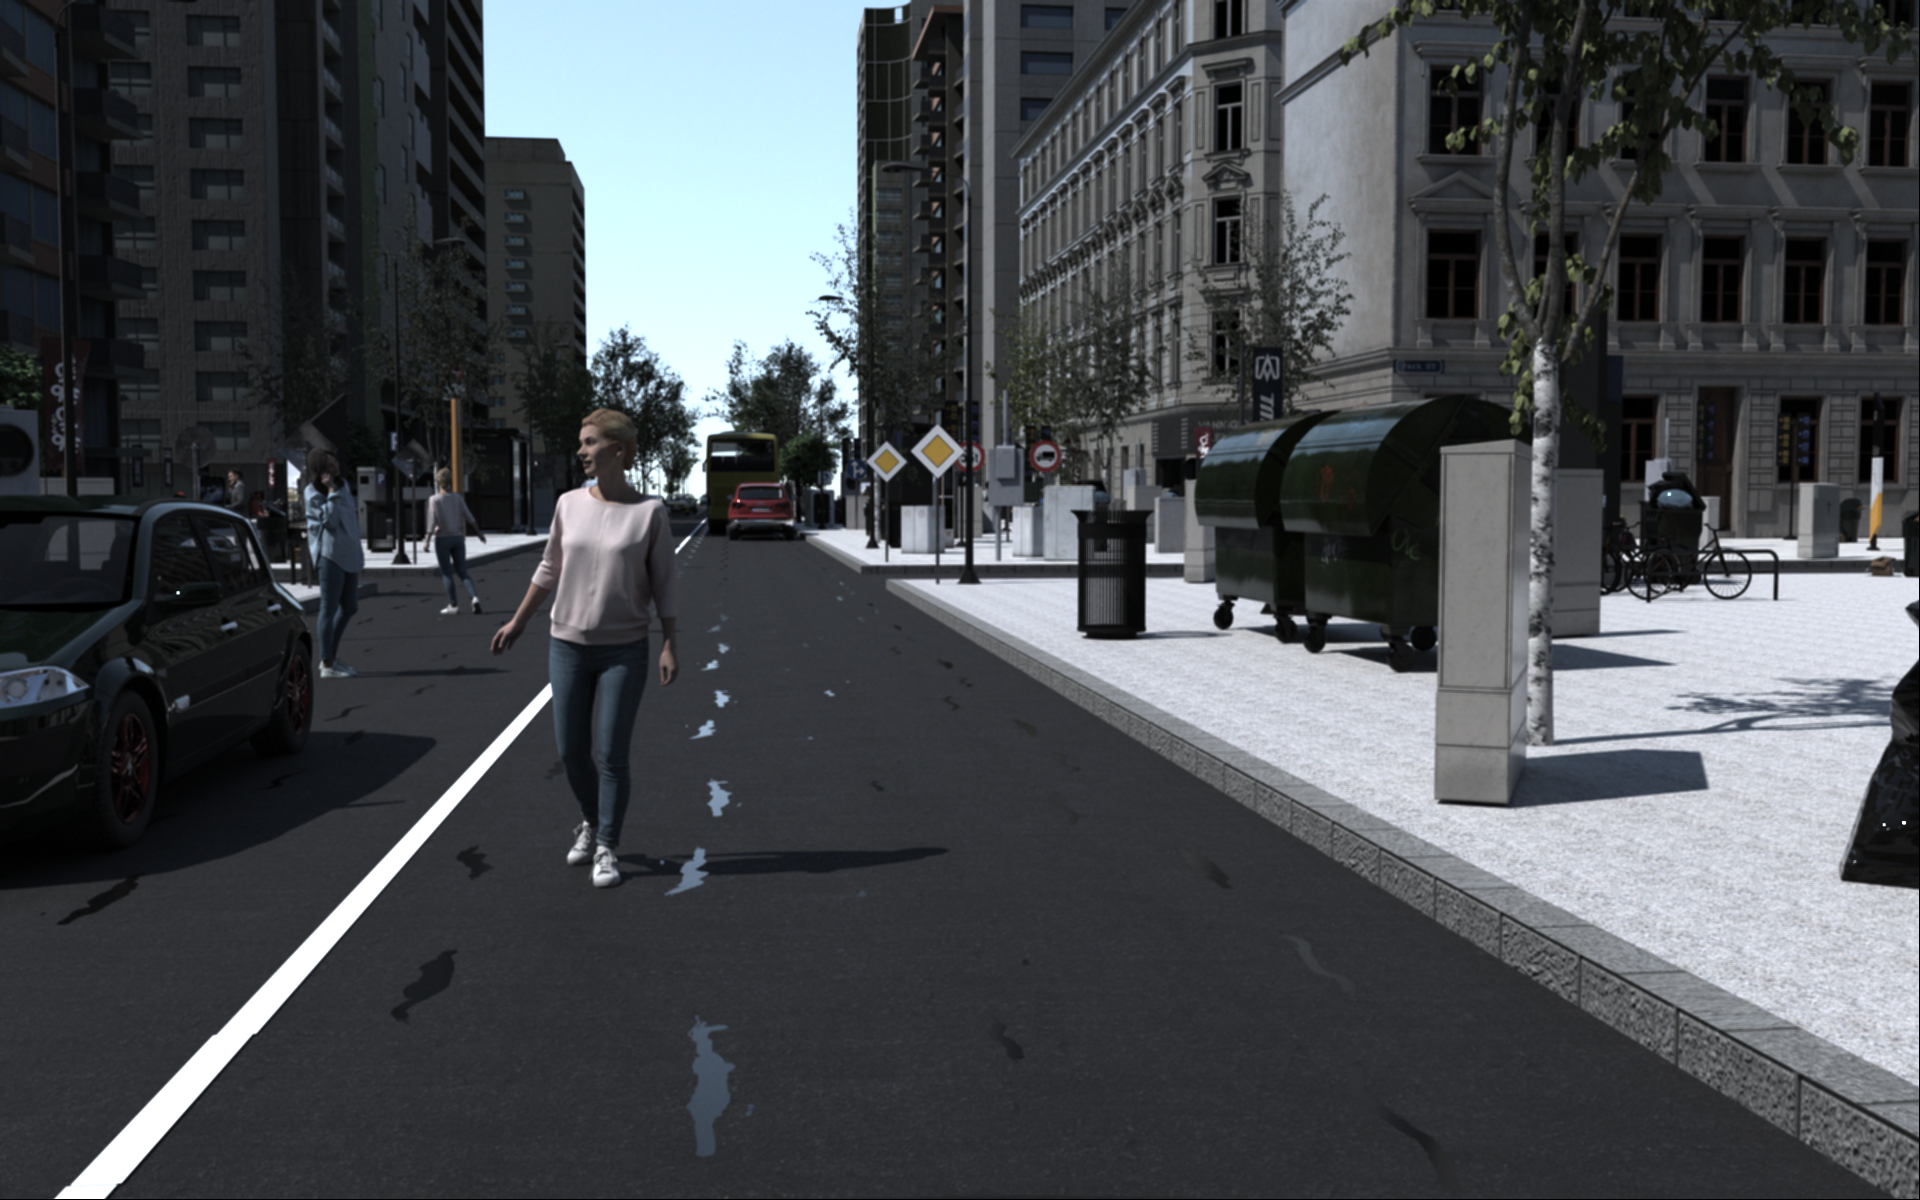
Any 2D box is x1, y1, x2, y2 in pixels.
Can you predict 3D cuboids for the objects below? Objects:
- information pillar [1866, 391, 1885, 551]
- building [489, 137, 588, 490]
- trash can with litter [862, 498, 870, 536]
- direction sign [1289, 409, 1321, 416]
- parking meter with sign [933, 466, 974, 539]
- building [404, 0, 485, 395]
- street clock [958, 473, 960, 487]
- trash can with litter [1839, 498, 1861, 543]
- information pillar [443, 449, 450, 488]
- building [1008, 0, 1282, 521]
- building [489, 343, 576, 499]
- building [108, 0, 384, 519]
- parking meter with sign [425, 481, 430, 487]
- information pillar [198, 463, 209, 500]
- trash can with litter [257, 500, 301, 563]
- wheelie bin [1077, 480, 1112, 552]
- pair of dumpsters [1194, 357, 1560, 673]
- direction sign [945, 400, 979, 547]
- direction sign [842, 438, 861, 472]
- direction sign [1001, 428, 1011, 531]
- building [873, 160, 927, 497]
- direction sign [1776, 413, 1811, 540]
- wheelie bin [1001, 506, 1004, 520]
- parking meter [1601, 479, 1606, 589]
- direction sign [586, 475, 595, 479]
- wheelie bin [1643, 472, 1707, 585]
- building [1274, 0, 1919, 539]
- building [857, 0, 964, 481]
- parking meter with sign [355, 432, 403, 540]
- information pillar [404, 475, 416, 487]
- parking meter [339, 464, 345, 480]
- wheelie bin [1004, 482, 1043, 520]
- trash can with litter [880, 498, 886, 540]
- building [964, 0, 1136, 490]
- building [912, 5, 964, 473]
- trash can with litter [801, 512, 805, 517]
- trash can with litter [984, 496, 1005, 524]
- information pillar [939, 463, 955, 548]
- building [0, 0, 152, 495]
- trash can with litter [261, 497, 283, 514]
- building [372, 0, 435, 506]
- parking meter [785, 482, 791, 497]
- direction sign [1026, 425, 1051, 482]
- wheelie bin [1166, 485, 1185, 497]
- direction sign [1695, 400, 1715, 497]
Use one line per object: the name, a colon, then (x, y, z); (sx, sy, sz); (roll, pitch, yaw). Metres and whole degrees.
information pillar: (20.784, -2.929, 39.251); (0.183, 3.616, 0.504); (1, 4, 10)
building: (-63.047, -37.573, 238.012); (21.300, 48.544, 21.600); (0, 4, -8)
trash can with litter: (-2.438, -2.557, 53.192); (1.055, 1.170, 0.624); (-1, 4, -18)
direction sign: (9.224, -3.327, 46.400); (0.876, 3.537, 0.379); (0, 4, -6)
parking meter with sign: (-0.436, -3.275, 49.812); (1.738, 3.016, 0.543); (-1, 4, -15)
building: (-50.558, -31.557, 139.664); (21.300, 48.544, 21.600); (0, 4, -8)
street clock: (-0.136, -3.362, 59.538); (0.358, 2.002, 0.471); (-1, 4, -15)
trash can with litter: (23.326, -2.093, 45.600); (1.055, 1.170, 0.624); (-2, 4, -35)
information pillar: (-25.517, -5.796, 86.112); (0.504, 3.616, 0.183); (3, 5, 45)
building: (14.382, -19.063, 88.097); (17.030, 29.872, 44.131); (0, 4, -8)
building: (-62.795, -22.532, 213.445); (27.650, 21.520, 28.899); (0, 4, -8)
building: (-39.919, -25.050, 93.161); (14.154, 41.232, 14.086); (0, 4, -8)
parking meter with sign: (-30.532, -6.253, 98.499); (1.738, 3.016, 0.543); (0, 4, -5)
information pillar: (-35.627, -5.522, 81.645); (0.504, 3.616, 0.183); (-2, 4, -30)
trash can with litter: (-12.503, -1.273, 32.198); (1.055, 1.170, 0.624); (-1, 4, -10)
wheelie bin: (2.926, -1.876, 38.582); (0.980, 1.594, 0.693); (2, 4, 32)
pair of dumpsters: (3.301, -0.730, 14.432); (1.574, 2.255, 4.437); (0, 4, -8)
direction sign: (0.044, -3.062, 42.053); (0.876, 3.537, 0.379); (-1, 4, -20)
direction sign: (-4.372, -4.769, 69.976); (0.876, 3.537, 0.379); (-2, 4, -33)
direction sign: (1.596, -4.157, 59.966); (0.379, 3.537, 0.876); (-1, 4, -19)
building: (-3.955, -32.533, 215.506); (14.154, 41.232, 14.086); (0, 4, -8)
direction sign: (23.301, -3.455, 48.485); (0.876, 3.537, 0.379); (0, 4, 4)
wheelie bin: (2.239, -4.842, 87.079); (0.980, 1.594, 0.693); (1, 4, 17)
parking meter: (8.595, -0.929, 23.605); (0.372, 1.533, 0.369); (0, 3, 0)
direction sign: (-16.314, -5.220, 77.348); (0.876, 3.537, 0.379); (1, 4, 18)
wheelie bin: (10.135, -1.021, 24.605); (0.693, 1.594, 0.980); (0, 4, -3)
building: (21.069, -13.325, 54.018); (21.152, 22.565, 11.583); (0, 4, -8)
building: (-6.395, -50.019, 256.064); (20.563, 71.187, 20.611); (0, 4, -8)
parking meter with sign: (-16.594, -3.217, 48.861); (1.738, 3.016, 0.543); (1, 4, 21)
information pillar: (-20.798, -3.728, 65.446); (0.304, 2.012, 0.304); (-3, 4, -38)
parking meter: (-12.105, -1.713, 33.726); (0.255, 1.863, 0.399); (-1, 4, -19)
wheelie bin: (1.705, -2.231, 44.380); (0.980, 1.594, 0.693); (0, 4, 7)
trash can with litter: (-1.744, -2.238, 47.974); (1.055, 1.170, 0.624); (1, 4, 15)
building: (10.803, -35.867, 128.427); (21.231, 58.520, 28.212); (0, 4, -8)
building: (7.320, -30.734, 157.122); (22.147, 44.769, 28.867); (0, 4, -8)
trash can with litter: (-8.981, -5.318, 98.342); (1.055, 1.170, 0.624); (-2, 4, -34)
trash can with litter: (1.262, -3.966, 75.896); (1.678, 1.210, 2.233); (0, 4, -1)
information pillar: (-0.320, -2.231, 40.971); (0.304, 2.012, 0.304); (-1, 4, -18)
building: (-41.077, -24.595, 56.748); (22.147, 44.769, 28.867); (0, 4, -8)
trash can with litter: (-16.383, -1.873, 41.689); (1.678, 1.210, 2.233); (1, 4, 15)
building: (-50.701, -32.144, 114.798); (28.713, 52.752, 27.495); (0, 4, -8)
parking meter: (-8.627, -4.966, 86.897); (0.255, 1.863, 0.399); (0, 4, -6)
direction sign: (2.579, -3.985, 57.158); (0.876, 3.537, 0.379); (-1, 4, -18)
wheelie bin: (7.522, -3.178, 59.861); (0.693, 1.594, 0.980); (2, 4, 34)
direction sign: (18.072, -3.063, 42.073); (0.876, 3.537, 0.379); (-3, 5, -41)
